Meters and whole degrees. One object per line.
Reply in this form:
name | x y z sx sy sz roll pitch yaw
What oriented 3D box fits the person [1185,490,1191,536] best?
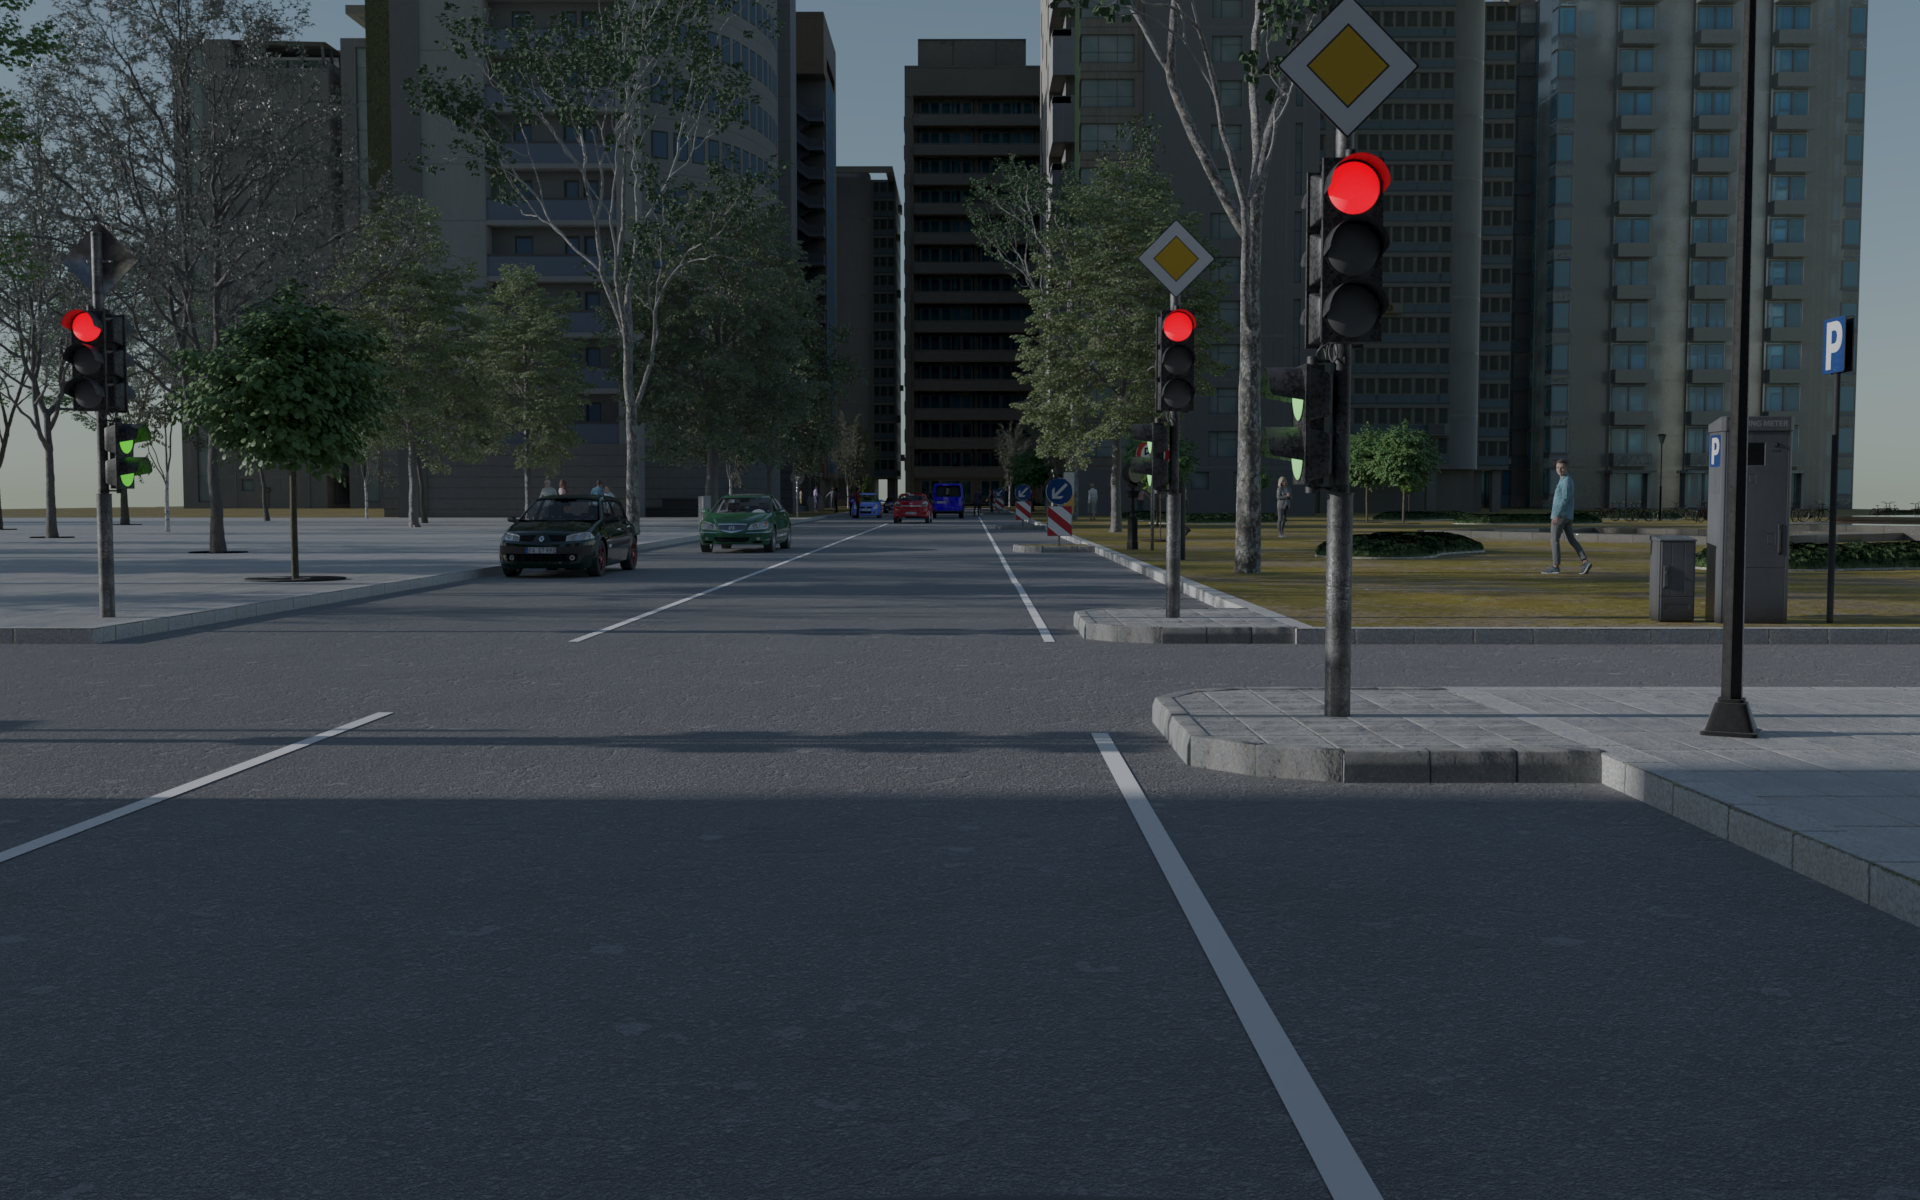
person | 6.669 -2.846 52.671 0.850 1.850 0.679 -2 4 -25

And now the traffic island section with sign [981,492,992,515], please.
traffic island section with sign | 2.606 -6.816 120.067 1.989 1.847 2.006 0 4 0

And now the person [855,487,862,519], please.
person | -5.874 -5.616 100.251 0.705 1.831 1.348 0 4 -8

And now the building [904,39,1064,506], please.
building | 4.853 -34.566 188.852 21.600 48.544 21.300 0 4 0

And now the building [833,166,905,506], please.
building | -18.575 -30.767 194.923 23.993 40.220 32.217 0 4 0

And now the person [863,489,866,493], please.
person | -8.818 -9.550 163.013 0.721 1.723 1.217 1 4 12

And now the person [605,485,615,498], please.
person | -13.061 -3.456 64.364 0.589 1.601 0.330 3 5 43

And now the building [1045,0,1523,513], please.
building | 22.659 -26.564 126.197 32.217 40.220 23.993 0 4 0

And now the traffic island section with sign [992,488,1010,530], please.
traffic island section with sign | 2.427 -3.765 70.181 1.989 1.847 2.006 0 4 0

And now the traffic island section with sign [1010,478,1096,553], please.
traffic island section with sign | 2.333 -2.116 43.226 1.989 1.847 2.006 0 4 0

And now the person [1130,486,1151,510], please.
person | 9.837 -5.349 94.215 1.217 1.736 0.721 0 3 0

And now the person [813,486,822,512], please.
person | -10.133 -7.198 123.594 0.599 1.838 0.709 -2 4 -27

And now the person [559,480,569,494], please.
person | -12.885 -3.025 56.084 0.643 1.750 0.593 -2 4 -23

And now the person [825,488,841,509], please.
person | -10.951 -8.763 149.401 1.350 1.814 0.705 0 4 5

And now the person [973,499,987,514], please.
person | 1.427 -7.046 126.958 1.065 1.426 0.557 1 4 14

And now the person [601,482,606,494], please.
person | -15.081 -4.077 72.715 0.555 1.821 0.388 -2 4 -29

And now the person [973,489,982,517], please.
person | 1.138 -6.204 110.383 0.683 1.767 0.568 1 4 19

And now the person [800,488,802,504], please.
person | -13.732 -8.831 150.429 0.705 1.824 1.348 -1 4 -15

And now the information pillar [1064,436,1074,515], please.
information pillar | 4.149 -4.572 66.100 0.504 3.616 0.183 -3 5 -39

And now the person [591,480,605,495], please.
person | -12.916 -3.388 61.773 0.601 1.785 0.444 2 4 26

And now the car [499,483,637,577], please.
car | -7.026 -1.316 31.302 2.009 1.686 4.222 0 4 2

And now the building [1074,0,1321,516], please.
building | 13.987 -25.892 106.931 14.154 41.232 14.086 0 4 0

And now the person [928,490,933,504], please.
person | -2.251 -7.987 139.622 0.617 1.759 0.750 -3 5 -40

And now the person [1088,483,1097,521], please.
person | 6.410 -4.729 83.592 0.478 1.798 0.641 0 4 -1

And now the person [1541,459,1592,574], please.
person | 9.714 -1.334 27.715 0.748 1.841 0.638 3 4 37

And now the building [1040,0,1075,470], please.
building | 20.993 -34.459 152.637 28.713 52.752 27.495 0 4 0

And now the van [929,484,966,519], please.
van | -0.731 -6.046 103.236 2.240 2.365 5.245 0 4 -1

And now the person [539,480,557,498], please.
person | -14.132 -3.228 59.299 0.782 1.767 0.515 0 4 7

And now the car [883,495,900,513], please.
car | -4.806 -7.118 128.964 1.945 1.354 3.894 0 4 0

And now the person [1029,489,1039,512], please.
person | 5.361 -7.281 125.805 0.721 1.743 1.217 3 5 39

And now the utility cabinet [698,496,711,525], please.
utility cabinet | -9.202 -3.133 62.381 0.306 1.237 1.020 -1 4 -19

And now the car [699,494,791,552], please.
car | -5.414 -1.975 44.083 2.131 1.459 4.920 0 4 2

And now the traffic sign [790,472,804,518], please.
traffic sign | -8.729 -5.678 92.940 0.768 2.556 0.104 0 4 6

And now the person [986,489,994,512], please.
person | 2.196 -7.052 123.829 0.705 1.821 1.348 1 4 20

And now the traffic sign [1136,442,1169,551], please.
traffic sign | 4.360 -2.391 39.200 0.768 2.556 0.104 0 4 3

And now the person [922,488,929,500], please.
person | -2.866 -7.785 135.423 0.705 1.869 1.348 -3 5 -45

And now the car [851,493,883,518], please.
car | -5.545 -5.734 103.344 1.945 1.707 3.694 0 4 -1

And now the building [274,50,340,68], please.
building | -66.676 -34.875 189.819 30.456 49.044 23.786 0 4 0

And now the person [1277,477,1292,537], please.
person | 9.708 -2.780 51.682 0.537 1.800 0.526 -1 4 -20

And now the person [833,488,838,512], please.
person | -8.797 -7.043 121.874 0.721 1.739 1.217 0 4 6

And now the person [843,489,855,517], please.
person | -6.854 -6.181 110.245 1.217 1.739 0.721 0 4 -8

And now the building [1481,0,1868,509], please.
building | 62.742 -32.736 154.844 30.456 49.044 23.786 0 4 0

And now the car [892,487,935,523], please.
car | -2.320 -4.719 86.193 2.155 1.783 4.494 0 4 2
